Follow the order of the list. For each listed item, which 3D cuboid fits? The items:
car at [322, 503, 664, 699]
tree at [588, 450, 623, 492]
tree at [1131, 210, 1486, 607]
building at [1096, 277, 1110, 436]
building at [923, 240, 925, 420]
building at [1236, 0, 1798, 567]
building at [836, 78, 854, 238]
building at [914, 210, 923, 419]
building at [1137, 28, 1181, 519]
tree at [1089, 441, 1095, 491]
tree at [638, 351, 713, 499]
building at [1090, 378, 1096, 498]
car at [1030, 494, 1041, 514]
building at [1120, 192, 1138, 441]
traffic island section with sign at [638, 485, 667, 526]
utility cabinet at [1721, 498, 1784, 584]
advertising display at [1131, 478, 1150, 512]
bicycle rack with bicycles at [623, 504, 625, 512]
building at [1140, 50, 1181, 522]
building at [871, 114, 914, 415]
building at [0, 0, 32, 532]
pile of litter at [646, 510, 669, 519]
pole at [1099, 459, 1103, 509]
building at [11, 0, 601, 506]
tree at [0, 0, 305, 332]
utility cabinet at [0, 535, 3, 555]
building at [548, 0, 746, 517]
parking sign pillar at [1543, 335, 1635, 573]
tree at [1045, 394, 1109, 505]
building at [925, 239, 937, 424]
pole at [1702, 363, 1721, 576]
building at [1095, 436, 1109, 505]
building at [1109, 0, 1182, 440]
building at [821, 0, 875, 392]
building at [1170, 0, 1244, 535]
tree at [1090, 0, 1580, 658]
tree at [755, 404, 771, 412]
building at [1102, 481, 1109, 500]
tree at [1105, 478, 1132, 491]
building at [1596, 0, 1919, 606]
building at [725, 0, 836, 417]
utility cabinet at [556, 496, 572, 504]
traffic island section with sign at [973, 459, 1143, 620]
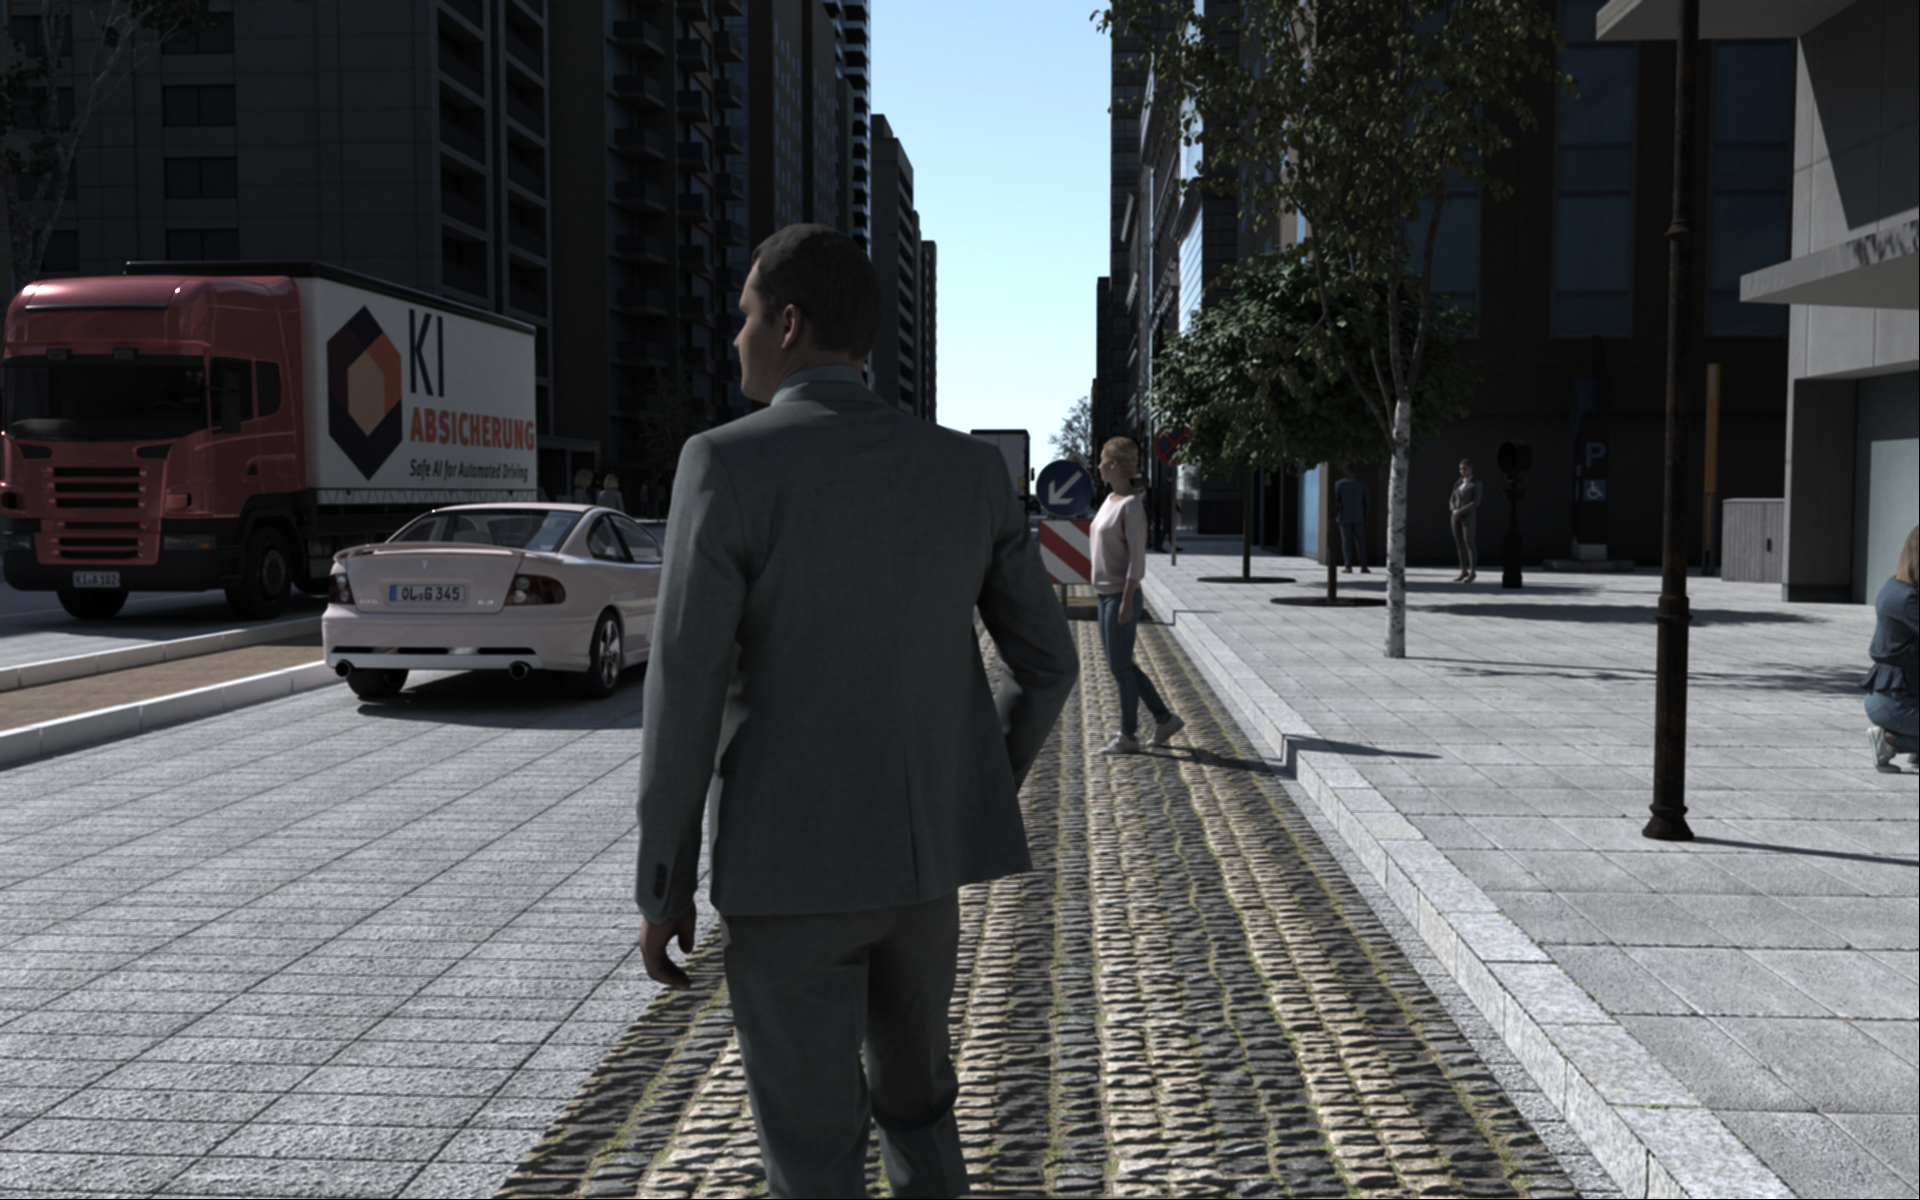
[{"bbox_3d":[-3.248,-0.074,13.569,2.083,1.381,4.827,0,4,5],"label":"car"},{"bbox_3d":[-15.721,-5.002,76.382,1.663,3.219,1.824,0,3,0],"label":"tree"},{"bbox_3d":[4.360,-2.240,20.344,4.285,4.588,4.351,0,3,0],"label":"tree"},{"bbox_3d":[25.068,-28.020,229.827,14.160,30.474,14.107,0,4,4],"label":"building"},{"bbox_3d":[-13.319,-35.129,257.948,14.154,41.232,14.086,0,4,4],"label":"building"},{"bbox_3d":[13.484,-23.583,35.695,14.600,45.320,14.200,0,4,4],"label":"building"},{"bbox_3d":[-17.931,-29.494,165.817,14.154,41.232,14.086,0,4,4],"label":"building"},{"bbox_3d":[-13.235,-34.209,242.913,14.154,41.232,14.086,0,4,4],"label":"building"},{"bbox_3d":[16.438,-17.118,97.908,12.078,24.808,19.932,0,4,4],"label":"building"},{"bbox_3d":[17.174,-16.515,220.375,4.360,8.622,3.978,0,3,0],"label":"tree"},{"bbox_3d":[-14.894,-8.520,89.659,4.737,8.622,4.395,0,3,0],"label":"tree"},{"bbox_3d":[34.476,-26.100,271.772,27.650,21.520,28.899,0,4,4],"label":"building"},{"bbox_3d":[4.905,-6.909,124.763,2.131,1.459,4.920,0,4,4],"label":"car"},{"bbox_3d":[16.709,-17.683,117.998,11.050,23.489,19.941,0,4,4],"label":"building"},{"bbox_3d":[-13.489,-4.184,77.035,1.989,1.847,2.006,0,4,4],"label":"traffic island section with sign"},{"bbox_3d":[11.597,-0.852,25.097,0.306,1.237,1.020,-3,4,-38],"label":"utility cabinet"},{"bbox_3d":[7.161,-3.884,68.711,0.974,1.923,0.123,-3,5,-41],"label":"advertising display"},{"bbox_3d":[-18.841,-4.774,91.438,2.852,0.926,2.925,-1,4,-11],"label":"bicycle rack with bicycles"},{"bbox_3d":[14.206,-14.737,77.113,11.583,22.565,21.152,0,4,4],"label":"building"},{"bbox_3d":[-17.579,-36.784,225.122,21.300,48.544,21.600,0,4,4],"label":"building"},{"bbox_3d":[-40.516,-11.558,34.017,28.899,21.520,27.650,0,4,4],"label":"building"},{"bbox_3d":[-15.278,-4.545,88.280,1.176,0.858,1.719,3,5,44],"label":"pile of litter"},{"bbox_3d":[8.304,-6.616,102.020,0.158,3.312,0.155,0,3,0],"label":"pole"},{"bbox_3d":[-27.199,-38.927,74.712,20.563,71.187,20.611,0,4,4],"label":"building"},{"bbox_3d":[-18.335,-11.042,36.431,12.611,20.169,13.585,0,3,0],"label":"tree"},{"bbox_3d":[-19.949,-1.628,35.292,0.318,1.500,1.173,0,4,7],"label":"utility cabinet"},{"bbox_3d":[-25.740,-27.740,108.169,22.147,44.769,28.867,0,4,4],"label":"building"},{"bbox_3d":[10.511,-2.470,28.860,1.447,3.967,1.447,1,4,13],"label":"parking sign pillar"},{"bbox_3d":[15.629,-18.414,211.444,12.009,13.543,11.850,0,3,0],"label":"tree"},{"bbox_3d":[-11.153,-35.982,271.898,14.154,41.232,14.086,0,4,4],"label":"building"},{"bbox_3d":[11.780,-2.038,27.158,0.158,3.312,0.155,0,3,0],"label":"pole"},{"bbox_3d":[26.022,-53.357,185.060,22.319,86.520,31.000,0,4,4],"label":"building"},{"bbox_3d":[19.146,-27.933,140.301,14.154,41.232,14.086,0,4,4],"label":"building"},{"bbox_3d":[-20.181,-53.483,187.125,22.319,86.520,31.000,0,4,4],"label":"building"},{"bbox_3d":[19.994,-16.006,58.966,25.104,27.353,12.463,0,4,4],"label":"building"},{"bbox_3d":[3.329,-3.867,13.584,4.737,8.622,4.395,0,3,0],"label":"tree"},{"bbox_3d":[-13.128,-10.860,127.919,4.360,8.622,3.978,0,3,0],"label":"tree"},{"bbox_3d":[29.176,-28.554,158.734,32.217,40.220,23.993,0,4,4],"label":"building"},{"bbox_3d":[7.437,-5.278,80.892,1.663,3.219,1.824,0,3,0],"label":"tree"},{"bbox_3d":[20.090,-25.502,6.193,28.713,52.752,27.495,0,4,4],"label":"building"},{"bbox_3d":[-18.621,-30.665,151.475,14.600,45.320,14.200,0,4,4],"label":"building"},{"bbox_3d":[-15.752,-3.537,68.984,0.306,1.237,1.020,1,4,8],"label":"utility cabinet"},{"bbox_3d":[1.137,-0.728,20.527,1.989,1.847,2.006,0,4,4],"label":"traffic island section with sign"}]
